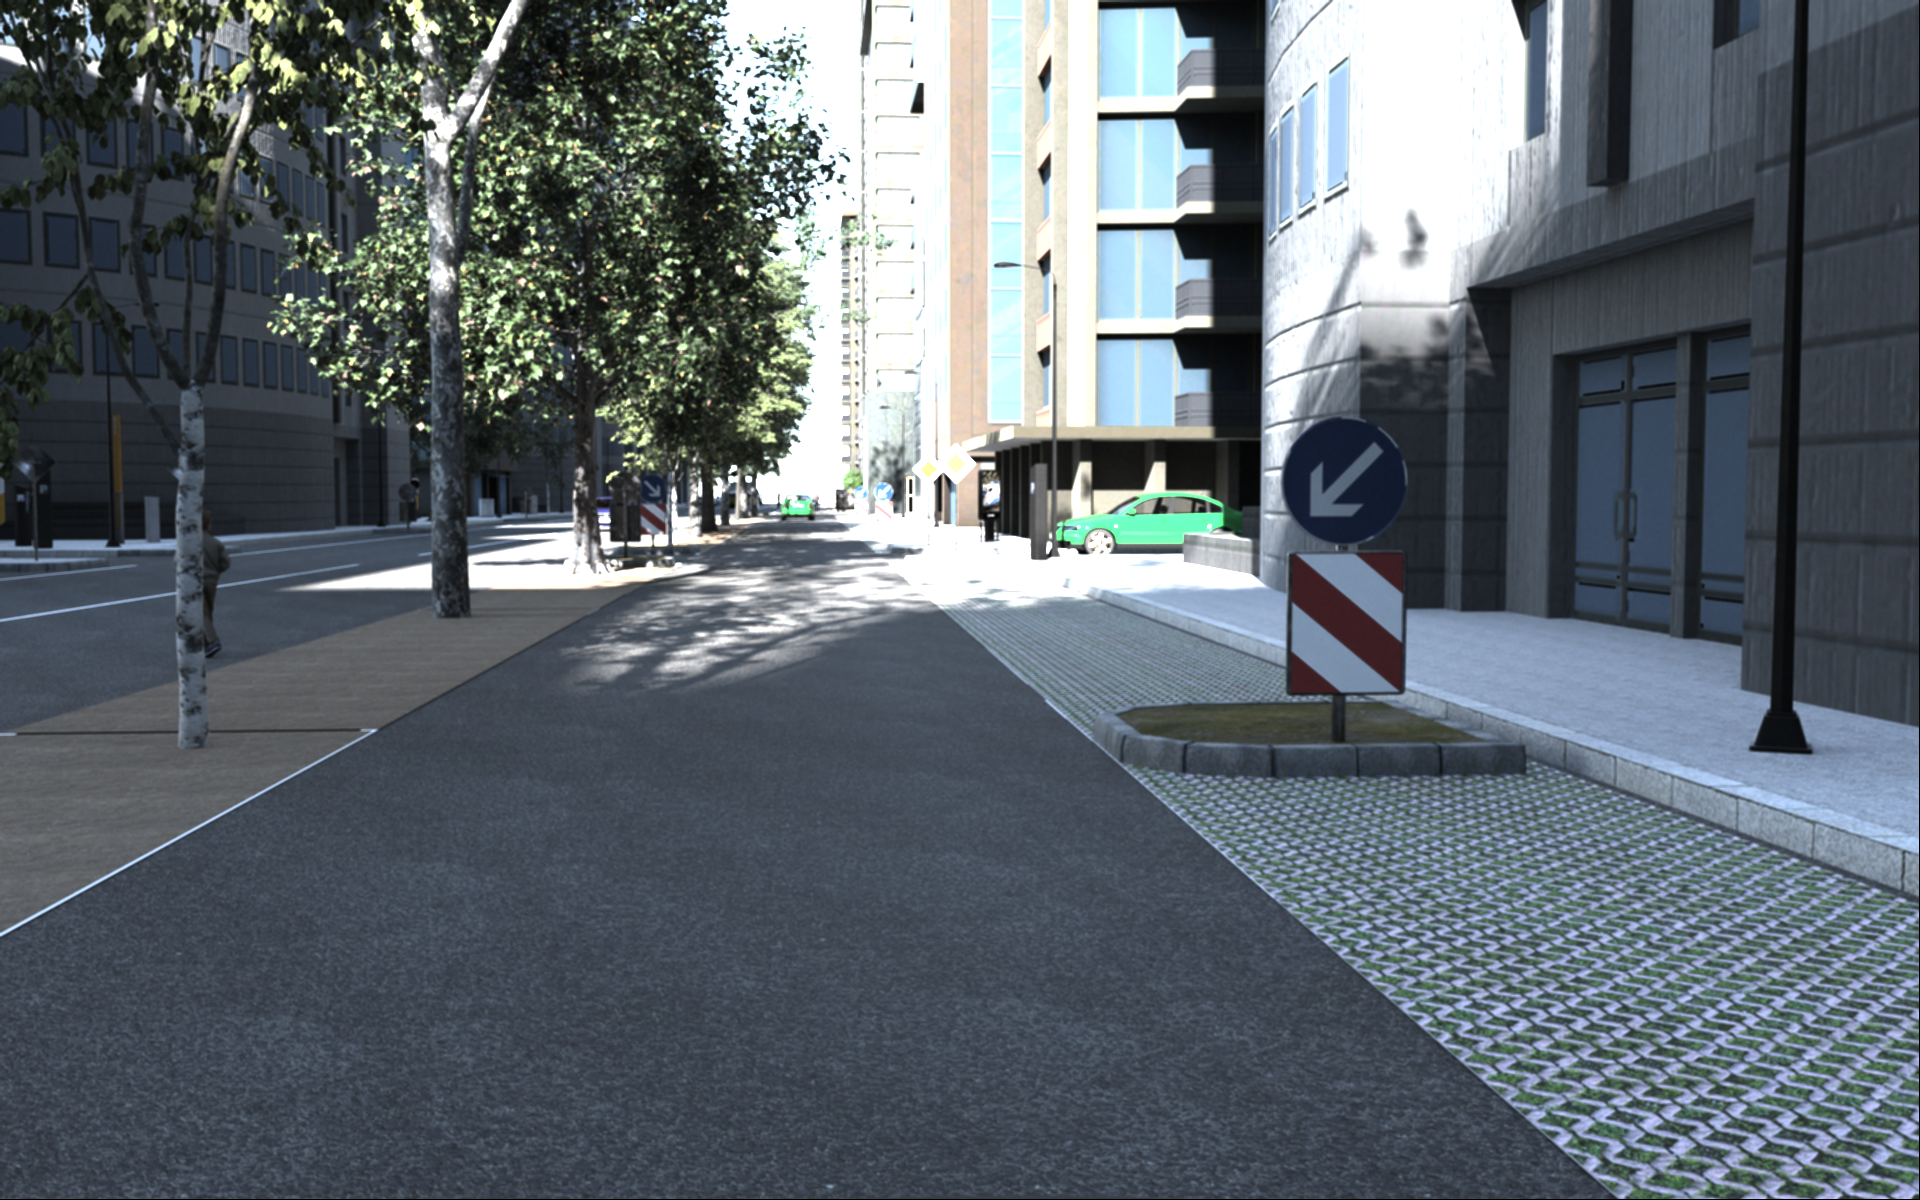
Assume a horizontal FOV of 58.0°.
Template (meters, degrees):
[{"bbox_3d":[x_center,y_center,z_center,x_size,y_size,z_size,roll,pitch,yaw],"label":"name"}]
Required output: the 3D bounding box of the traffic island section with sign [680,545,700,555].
[{"bbox_3d":[-7.351,-2.058,41.792,2.006,1.907,1.989,0,4,-5],"label":"traffic island section with sign"}]

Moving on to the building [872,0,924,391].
[{"bbox_3d":[0.487,-27.243,129.024,14.154,41.232,14.086,0,4,-5],"label":"building"}]

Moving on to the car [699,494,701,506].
[{"bbox_3d":[-27.842,-10.755,187.642,2.131,1.459,4.920,0,4,-3],"label":"car"}]

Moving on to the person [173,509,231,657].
[{"bbox_3d":[-6.692,-0.153,15.276,0.640,1.303,0.475,3,5,40],"label":"person"}]

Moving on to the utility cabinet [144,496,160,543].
[{"bbox_3d":[-21.451,-2.132,46.021,0.306,1.237,1.020,-2,4,-29],"label":"utility cabinet"}]

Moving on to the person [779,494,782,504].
[{"bbox_3d":[-26.973,-15.288,258.536,0.705,1.814,1.350,-3,5,-41],"label":"person"}]

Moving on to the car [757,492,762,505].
[{"bbox_3d":[-27.949,-13.858,235.245,2.281,1.827,5.304,0,4,-5],"label":"car"}]

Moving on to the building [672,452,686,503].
[{"bbox_3d":[-45.074,-33.605,233.034,14.154,41.232,14.086,0,4,-5],"label":"building"}]

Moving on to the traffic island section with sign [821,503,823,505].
[{"bbox_3d":[-16.883,-13.187,224.238,1.989,1.847,2.006,0,4,-5],"label":"traffic island section with sign"}]

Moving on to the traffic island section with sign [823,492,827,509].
[{"bbox_3d":[-12.072,-9.809,169.009,1.989,1.847,2.006,0,4,-5],"label":"traffic island section with sign"}]

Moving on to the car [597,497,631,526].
[{"bbox_3d":[-13.575,-3.341,67.203,1.945,1.354,3.894,0,4,-7],"label":"car"}]

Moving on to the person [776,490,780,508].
[{"bbox_3d":[-18.969,-10.525,180.589,0.705,1.822,1.348,-1,4,-20],"label":"person"}]

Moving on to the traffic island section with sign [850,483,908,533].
[{"bbox_3d":[-2.972,-3.416,64.485,1.989,1.847,2.006,0,4,-5],"label":"traffic island section with sign"}]

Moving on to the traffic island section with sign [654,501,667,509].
[{"bbox_3d":[-29.439,-9.720,167.556,1.989,1.847,2.006,0,4,-5],"label":"traffic island section with sign"}]

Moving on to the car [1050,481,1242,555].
[{"bbox_3d":[4.403,-1.872,39.406,4.718,1.807,1.959,0,4,-6],"label":"car"}]

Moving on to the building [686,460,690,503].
[{"bbox_3d":[-47.093,-35.331,261.250,14.154,41.232,14.086,0,4,-5],"label":"building"}]

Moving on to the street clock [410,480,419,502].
[{"bbox_3d":[-28.043,-5.168,89.063,0.471,2.002,0.358,-1,4,-20],"label":"street clock"}]

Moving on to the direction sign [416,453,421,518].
[{"bbox_3d":[-28.635,-6.074,91.314,0.379,3.537,0.876,-1,4,-13],"label":"direction sign"}]

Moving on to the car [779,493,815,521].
[{"bbox_3d":[-8.859,-5.236,94.401,1.959,1.807,4.718,0,4,-6],"label":"car"}]

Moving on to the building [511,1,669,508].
[{"bbox_3d":[-47.371,-40.925,211.118,21.231,58.520,28.212,0,4,-5],"label":"building"}]

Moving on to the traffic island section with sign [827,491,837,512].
[{"bbox_3d":[-9.734,-8.167,142.155,1.989,1.847,2.006,0,4,-5],"label":"traffic island section with sign"}]

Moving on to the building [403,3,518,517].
[{"bbox_3d":[-34.443,-27.613,101.590,14.600,45.320,14.200,0,4,-5],"label":"building"}]

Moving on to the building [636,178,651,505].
[{"bbox_3d":[-39.717,-30.226,177.797,14.154,41.232,14.086,0,4,-5],"label":"building"}]

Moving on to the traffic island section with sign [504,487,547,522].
[{"bbox_3d":[-22.761,-5.029,90.849,1.989,1.847,2.006,0,4,-5],"label":"traffic island section with sign"}]

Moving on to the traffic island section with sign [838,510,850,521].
[{"bbox_3d":[-5.369,-5.092,91.881,1.989,1.847,2.006,0,4,-5],"label":"traffic island section with sign"}]

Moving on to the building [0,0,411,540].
[{"bbox_3d":[-32.918,-31.566,58.111,21.231,58.520,28.212,0,4,-5],"label":"building"}]

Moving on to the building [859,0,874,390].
[{"bbox_3d":[4.370,-36.154,180.352,28.713,52.752,27.495,0,4,-5],"label":"building"}]

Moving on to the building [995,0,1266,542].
[{"bbox_3d":[14.790,-24.449,54.367,28.867,44.769,22.147,0,4,-5],"label":"building"}]

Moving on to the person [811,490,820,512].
[{"bbox_3d":[-11.856,-8.119,141.778,0.750,1.759,0.617,-3,4,-37],"label":"person"}]

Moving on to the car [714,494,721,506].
[{"bbox_3d":[-28.514,-11.960,207.544,2.014,1.417,4.499,0,4,-7],"label":"car"}]

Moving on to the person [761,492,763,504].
[{"bbox_3d":[-27.481,-14.193,241.240,0.721,1.739,1.217,-2,4,-32],"label":"person"}]

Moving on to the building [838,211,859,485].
[{"bbox_3d":[-7.167,-37.185,262.606,22.147,44.769,28.867,0,4,-5],"label":"building"}]

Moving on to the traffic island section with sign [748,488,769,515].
[{"bbox_3d":[-13.874,-6.637,116.648,2.006,1.907,1.989,0,4,-5],"label":"traffic island section with sign"}]

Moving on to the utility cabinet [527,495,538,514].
[{"bbox_3d":[-27.152,-6.036,109.854,0.306,1.237,1.020,1,4,14],"label":"utility cabinet"}]

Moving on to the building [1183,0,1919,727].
[{"bbox_3d":[14.700,-29.260,20.409,21.231,58.520,28.212,0,4,-5],"label":"building"}]

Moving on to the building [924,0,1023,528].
[{"bbox_3d":[5.861,-25.794,71.849,14.600,45.320,14.200,0,4,-5],"label":"building"}]

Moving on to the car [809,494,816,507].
[{"bbox_3d":[-16.694,-10.922,190.583,2.014,1.417,4.499,0,4,-5],"label":"car"}]

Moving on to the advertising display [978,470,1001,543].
[{"bbox_3d":[0.785,-2.505,46.171,0.123,1.923,0.974,2,4,32],"label":"advertising display"}]

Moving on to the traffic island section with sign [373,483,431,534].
[{"bbox_3d":[-20.404,-3.375,63.817,1.989,1.847,2.006,0,4,-5],"label":"traffic island section with sign"}]

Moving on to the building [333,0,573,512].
[{"bbox_3d":[-41.341,-37.550,155.940,21.231,58.520,28.212,0,4,-5],"label":"building"}]

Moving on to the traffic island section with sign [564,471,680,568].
[{"bbox_3d":[-6.718,-1.607,34.411,2.006,1.907,1.989,0,4,-5],"label":"traffic island section with sign"}]

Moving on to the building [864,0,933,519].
[{"bbox_3d":[5.897,-48.231,101.253,22.319,86.520,31.000,0,4,-5],"label":"building"}]

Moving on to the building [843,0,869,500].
[{"bbox_3d":[-5.714,-48.862,237.139,20.563,71.187,20.611,0,4,-5],"label":"building"}]

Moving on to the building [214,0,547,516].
[{"bbox_3d":[-39.036,-35.833,127.874,21.231,58.520,28.212,0,4,-5],"label":"building"}]

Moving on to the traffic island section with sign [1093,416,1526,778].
[{"bbox_3d":[1.801,-0.062,9.647,1.989,1.847,2.006,0,4,-5],"label":"traffic island section with sign"}]
